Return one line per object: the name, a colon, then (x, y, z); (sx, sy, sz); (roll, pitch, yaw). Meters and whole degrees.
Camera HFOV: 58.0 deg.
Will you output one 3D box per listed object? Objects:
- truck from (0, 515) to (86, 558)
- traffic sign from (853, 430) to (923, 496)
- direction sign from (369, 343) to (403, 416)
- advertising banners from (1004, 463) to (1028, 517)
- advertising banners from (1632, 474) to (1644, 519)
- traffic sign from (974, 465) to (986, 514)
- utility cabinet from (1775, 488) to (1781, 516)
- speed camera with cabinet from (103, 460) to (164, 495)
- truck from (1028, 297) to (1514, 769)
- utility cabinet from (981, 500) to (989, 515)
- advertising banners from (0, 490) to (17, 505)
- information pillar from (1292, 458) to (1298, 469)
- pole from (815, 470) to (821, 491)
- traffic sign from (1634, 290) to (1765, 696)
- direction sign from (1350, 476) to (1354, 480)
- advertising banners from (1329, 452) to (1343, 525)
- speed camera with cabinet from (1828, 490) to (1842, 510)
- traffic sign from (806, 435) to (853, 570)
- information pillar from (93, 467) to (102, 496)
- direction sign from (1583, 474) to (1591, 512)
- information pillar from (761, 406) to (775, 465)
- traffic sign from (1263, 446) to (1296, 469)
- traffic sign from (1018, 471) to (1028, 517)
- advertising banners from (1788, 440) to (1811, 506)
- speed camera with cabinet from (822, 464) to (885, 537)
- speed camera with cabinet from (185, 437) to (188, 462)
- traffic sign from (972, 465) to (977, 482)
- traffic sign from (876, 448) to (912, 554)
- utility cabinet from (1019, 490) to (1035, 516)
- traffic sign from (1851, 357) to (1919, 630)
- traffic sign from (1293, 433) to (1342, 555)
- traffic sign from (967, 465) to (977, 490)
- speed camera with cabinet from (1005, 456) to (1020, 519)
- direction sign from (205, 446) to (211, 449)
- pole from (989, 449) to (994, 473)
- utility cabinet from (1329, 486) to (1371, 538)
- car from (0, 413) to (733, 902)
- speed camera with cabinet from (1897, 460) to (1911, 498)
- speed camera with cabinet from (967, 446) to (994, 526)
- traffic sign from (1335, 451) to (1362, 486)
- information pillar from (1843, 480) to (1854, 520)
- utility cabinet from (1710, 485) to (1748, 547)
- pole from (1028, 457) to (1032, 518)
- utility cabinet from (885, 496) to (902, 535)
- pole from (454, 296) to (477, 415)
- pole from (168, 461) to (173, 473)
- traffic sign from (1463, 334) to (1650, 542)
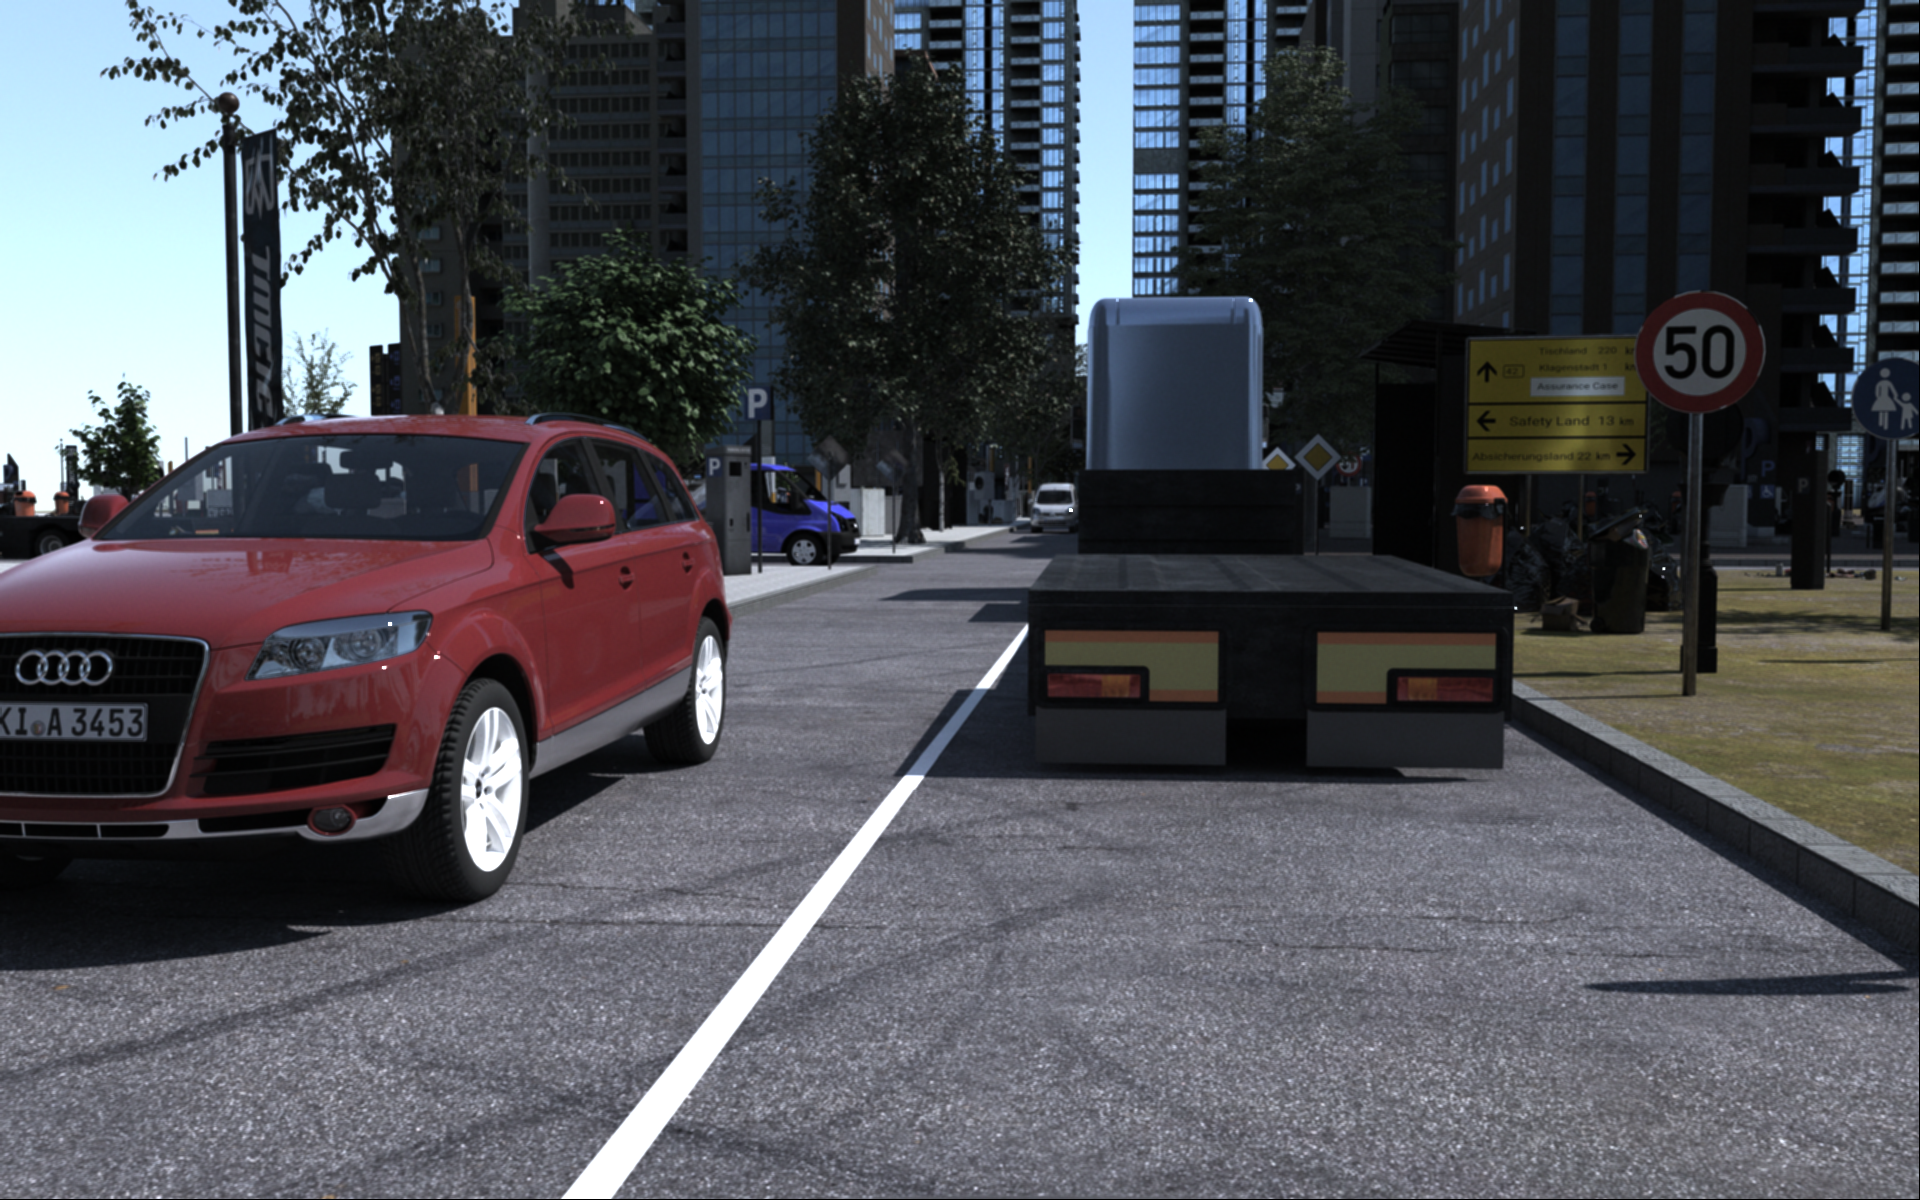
truck: (-23.987, -2.790, 35.368); (18.799, 4.110, 2.967); (0, 4, 5)
traffic sign: (-2.317, -3.769, 55.500); (2.265, 3.308, 0.079); (0, 4, 6)
direction sign: (-8.684, -2.097, 26.279); (0.876, 3.537, 0.379); (3, 5, 41)
advertising banners: (3.180, -6.233, 98.099); (0.090, 3.025, 2.074); (-3, 5, -41)
advertising banners: (24.190, -4.016, 61.843); (0.090, 3.025, 2.074); (1, 4, 11)
traffic sign: (0.816, -4.668, 76.432); (0.768, 2.556, 0.104); (1, 4, 12)
utility cabinet: (27.240, -3.070, 58.865); (1.173, 1.500, 0.318); (0, 4, 0)
speed camera with cabinet: (-20.779, -3.012, 43.585); (0.660, 3.252, 2.038); (0, 4, 3)
truck: (2.405, -1.724, 17.954); (2.967, 4.110, 18.799); (0, 4, 5)
utility cabinet: (1.129, -4.406, 83.195); (1.020, 1.237, 0.306); (0, 4, 6)
advertising banners: (-41.680, -4.844, 75.388); (2.074, 3.025, 0.090); (1, 4, 11)
information pillar: (19.950, -6.865, 103.599); (0.504, 3.616, 0.183); (2, 4, 27)
pole: (-5.544, -4.513, 67.636); (0.158, 3.312, 0.155); (0, 3, 0)
traffic sign: (4.641, -0.663, 10.948); (0.768, 2.556, 0.104); (1, 4, 14)
direction sign: (21.840, -6.444, 97.362); (0.876, 3.537, 0.379); (-3, 4, -38)
advertising banners: (15.439, -4.570, 70.907); (0.090, 3.025, 2.074); (2, 4, 27)
speed camera with cabinet: (39.981, -5.256, 80.276); (0.660, 3.252, 2.038); (-1, 4, -9)
traffic sign: (-2.214, -1.575, 29.386); (0.795, 2.450, 0.064); (0, 4, 6)
information pillar: (-52.842, -7.016, 106.072); (0.504, 3.616, 0.183); (-1, 4, -14)
direction sign: (25.376, -4.780, 70.153); (0.379, 3.537, 0.876); (3, 5, 41)
information pillar: (-4.260, -2.881, 38.453); (0.183, 3.616, 0.504); (-2, 4, -35)
traffic sign: (6.678, -2.010, 36.508); (0.795, 2.450, 0.064); (0, 4, 6)
traffic sign: (3.493, -5.828, 95.397); (0.768, 2.556, 0.104); (1, 4, 12)
advertising banners: (27.739, -3.733, 57.219); (0.090, 3.025, 2.074); (1, 4, 9)
speed camera with cabinet: (-3.185, -3.520, 51.885); (2.038, 3.252, 0.660); (-3, 5, -44)
speed camera with cabinet: (-26.031, -4.020, 60.061); (2.038, 3.252, 0.660); (0, 4, 4)
traffic sign: (0.712, -4.701, 76.868); (0.884, 2.594, 0.081); (1, 4, 11)
traffic sign: (-1.424, -2.061, 37.332); (0.795, 2.450, 0.064); (0, 4, 6)
utility cabinet: (3.905, -5.707, 101.989); (1.173, 1.500, 0.318); (-3, 5, -43)
traffic sign: (8.732, -0.988, 16.263); (0.768, 2.556, 0.104); (1, 4, 9)
traffic sign: (5.888, -1.524, 28.562); (0.795, 2.450, 0.064); (0, 4, 6)
traffic sign: (0.350, -4.611, 75.502); (0.768, 2.556, 0.104); (1, 4, 12)
speed camera with cabinet: (2.685, -5.842, 89.847); (0.660, 3.252, 2.038); (0, 4, -4)
direction sign: (-35.497, -5.522, 82.282); (0.379, 3.537, 0.876); (1, 4, 16)
pole: (1.434, -5.161, 78.227); (0.158, 3.312, 0.155); (0, 3, 0)
utility cabinet: (11.250, -2.521, 49.894); (1.173, 1.500, 0.318); (3, 5, 42)
car: (-2.478, 0.050, 7.857); (2.281, 1.827, 5.304); (0, 4, 6)
speed camera with cabinet: (53.527, -6.422, 99.339); (2.038, 3.252, 0.660); (-1, 4, -12)
speed camera with cabinet: (0.573, -4.698, 71.155); (0.660, 3.252, 2.038); (-3, 4, -37)
traffic sign: (11.467, -3.123, 51.163); (0.768, 2.556, 0.104); (1, 4, 8)
information pillar: (44.863, -5.074, 87.448); (0.304, 2.012, 0.304); (-1, 4, -15)
utility cabinet: (18.150, -2.001, 41.396); (1.173, 1.500, 0.318); (3, 5, 41)
pole: (3.753, -6.078, 93.219); (0.158, 3.312, 0.155); (0, 3, 0)
utility cabinet: (-2.111, -2.685, 55.063); (1.020, 1.237, 0.306); (-1, 4, -22)
pole: (-5.100, -1.473, 17.925); (0.158, 3.312, 0.155); (0, 3, 0)
pole: (-50.460, -7.142, 110.612); (0.158, 3.312, 0.155); (0, 3, 0)
traffic sign: (7.649, -1.737, 22.267); (2.265, 3.308, 0.079); (1, 4, 12)
